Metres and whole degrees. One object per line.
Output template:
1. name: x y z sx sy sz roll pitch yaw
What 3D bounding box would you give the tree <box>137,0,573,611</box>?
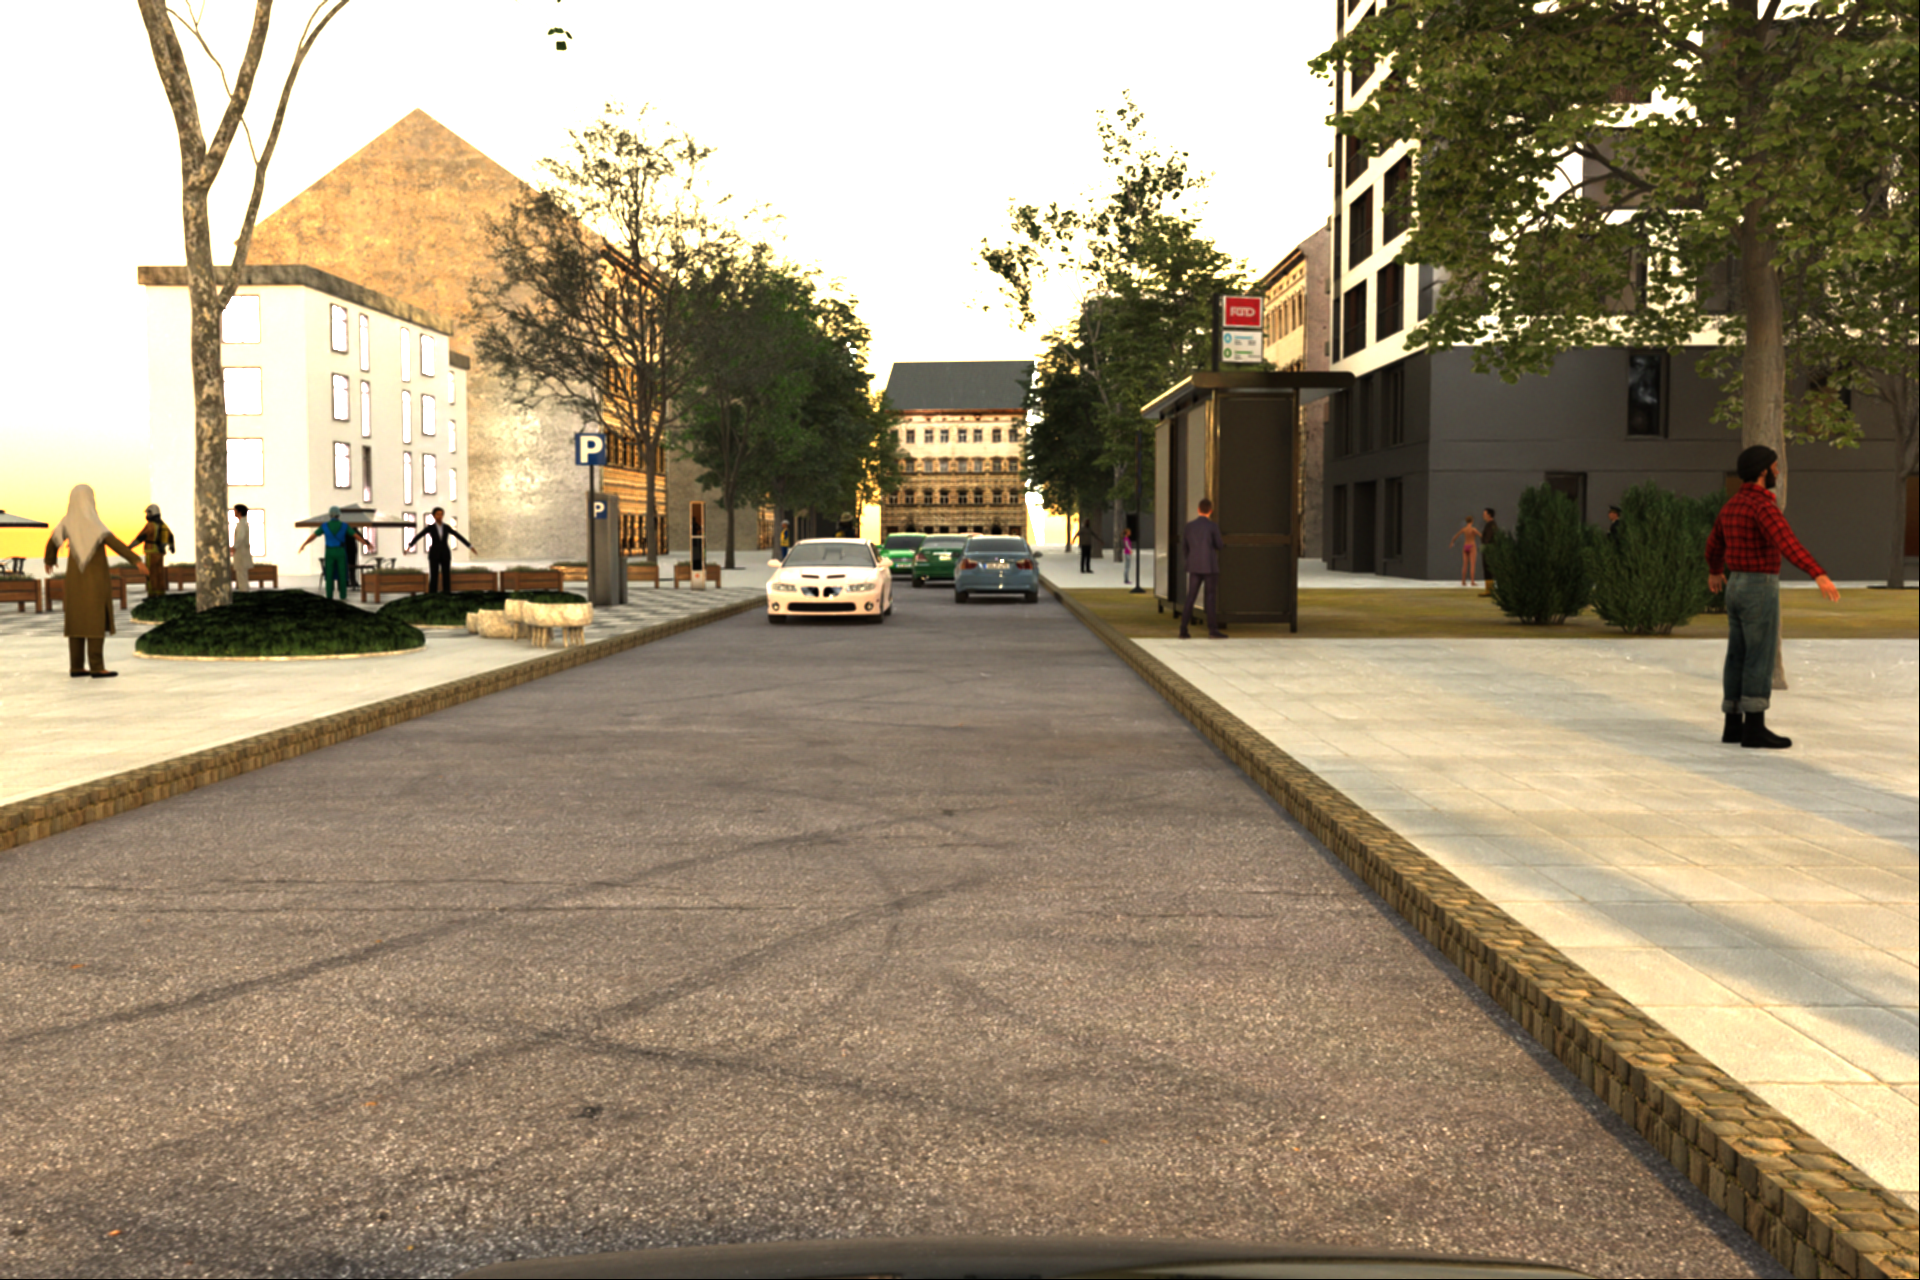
1. tree: -8.299 -10.004 19.452 12.611 20.169 13.585 0 3 0

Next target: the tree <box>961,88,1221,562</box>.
1. tree: 6.346 -13.499 76.592 12.611 20.169 13.585 0 3 0

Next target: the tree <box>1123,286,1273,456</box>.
1. tree: 7.315 -6.196 51.670 4.737 8.622 4.395 0 3 0

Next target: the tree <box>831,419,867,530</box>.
1. tree: -7.287 -9.335 102.988 4.737 8.622 4.395 0 3 0

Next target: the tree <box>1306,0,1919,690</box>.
1. tree: 6.293 -5.865 14.014 7.486 12.596 7.792 0 3 0

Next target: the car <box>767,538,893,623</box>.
1. car: -2.143 -1.036 29.294 2.083 1.381 4.827 0 4 0

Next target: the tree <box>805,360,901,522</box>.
1. tree: -7.574 -11.875 112.291 7.486 12.596 7.792 0 3 0

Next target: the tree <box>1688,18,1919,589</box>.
1. tree: 22.078 -7.940 40.184 12.009 13.543 11.850 0 3 0

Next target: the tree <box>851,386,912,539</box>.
1. tree: -7.240 -11.990 121.799 9.928 11.665 9.643 0 3 0

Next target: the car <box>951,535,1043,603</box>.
1. car: 0.787 -1.544 37.250 2.014 1.417 4.499 0 4 1

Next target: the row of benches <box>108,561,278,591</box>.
1. row of benches: -17.598 -1.475 39.574 1.422 0.672 4.104 2 4 34

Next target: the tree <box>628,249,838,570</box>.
1. tree: -8.317 -8.374 62.663 9.928 11.665 9.643 0 3 0

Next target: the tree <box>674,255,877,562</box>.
1. tree: -8.462 -10.574 79.538 9.857 13.997 8.962 0 3 0

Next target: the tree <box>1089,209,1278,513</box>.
1. tree: 7.906 -8.750 61.185 7.486 12.596 7.792 0 3 0

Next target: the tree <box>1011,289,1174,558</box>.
1. tree: 7.342 -11.320 91.731 9.857 13.997 8.962 0 3 0

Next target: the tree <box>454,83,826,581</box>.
1. tree: -8.589 -8.391 47.557 12.009 13.543 11.850 0 3 0

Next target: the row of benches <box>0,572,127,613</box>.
1. row of benches: -15.480 -0.770 28.047 1.422 0.672 4.104 2 4 35

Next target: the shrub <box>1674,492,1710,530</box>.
1. shrub: 12.833 -1.599 30.560 1.690 2.028 1.600 0 3 0

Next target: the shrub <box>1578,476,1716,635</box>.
1. shrub: 8.809 -1.088 22.200 1.690 2.028 1.600 0 3 0

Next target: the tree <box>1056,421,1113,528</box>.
1. tree: 7.523 -9.329 102.890 4.737 8.622 4.395 0 3 0

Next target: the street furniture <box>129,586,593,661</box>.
1. street furniture: -7.933 -0.423 22.540 5.734 0.657 10.072 -1 4 -22

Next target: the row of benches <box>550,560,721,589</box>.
1. row of benches: -7.727 -1.550 40.798 4.104 0.672 1.422 -1 4 -12

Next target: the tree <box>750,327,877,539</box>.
1. tree: -8.226 -10.816 94.965 7.486 12.596 7.792 0 3 0

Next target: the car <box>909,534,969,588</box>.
1. car: -0.366 -2.198 47.742 2.131 1.459 4.920 0 4 0

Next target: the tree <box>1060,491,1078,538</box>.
1. tree: 14.063 -16.424 218.899 4.737 8.622 4.395 0 3 0

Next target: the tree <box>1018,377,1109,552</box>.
1. tree: 7.685 -12.456 121.781 7.486 12.596 7.792 0 3 0

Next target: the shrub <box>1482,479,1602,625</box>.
1. shrub: 8.292 -1.260 24.649 1.661 2.075 1.752 0 3 0

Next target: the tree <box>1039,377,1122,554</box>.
1. tree: 8.391 -11.397 112.099 9.928 11.665 9.643 0 3 0

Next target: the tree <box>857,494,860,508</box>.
1. tree: -13.588 -16.089 213.409 4.360 8.622 3.978 0 3 0

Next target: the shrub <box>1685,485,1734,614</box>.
1. shrub: 12.290 -1.473 28.119 1.661 2.075 1.752 0 3 0

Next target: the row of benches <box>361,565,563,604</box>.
1. row of benches: -9.646 -1.103 33.490 4.104 0.672 1.422 -3 5 -43
